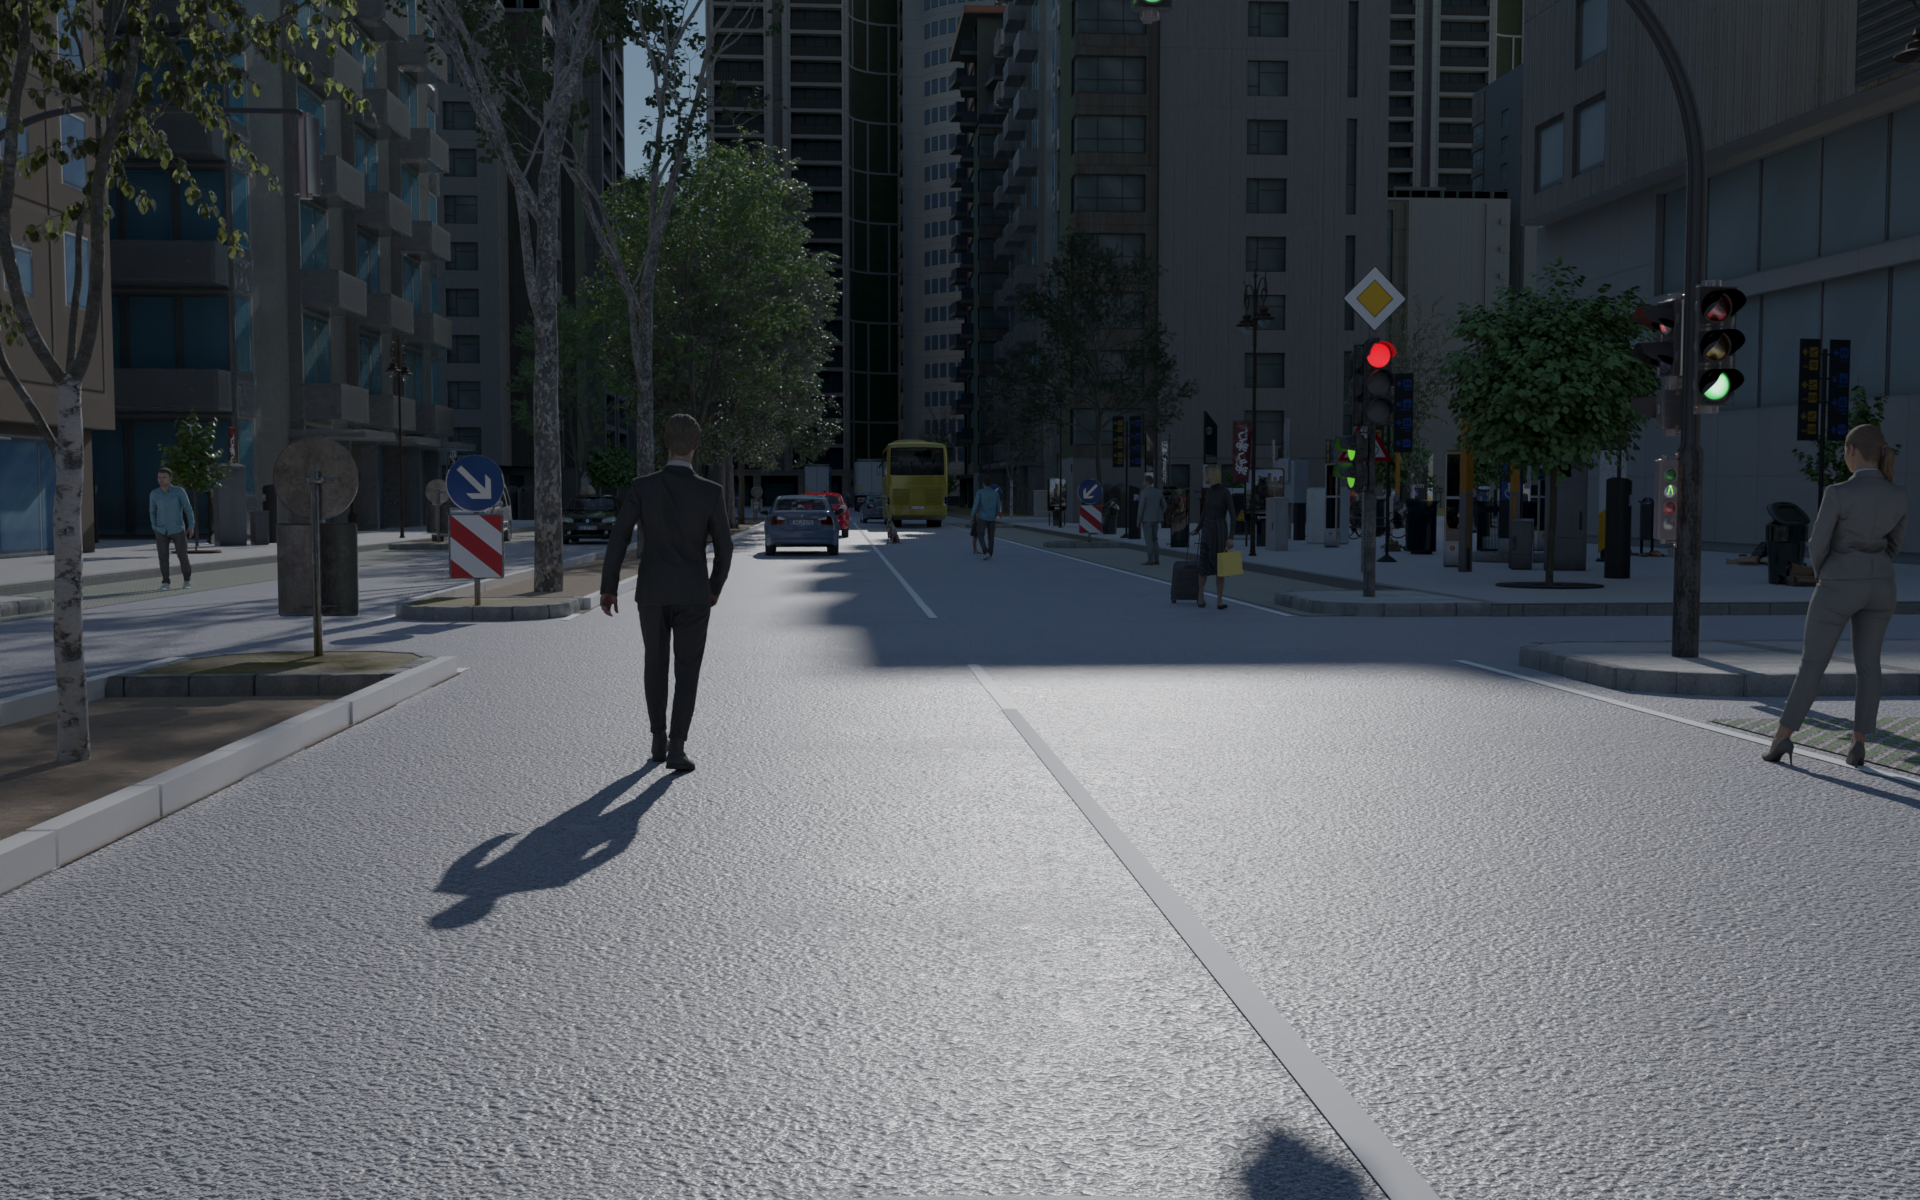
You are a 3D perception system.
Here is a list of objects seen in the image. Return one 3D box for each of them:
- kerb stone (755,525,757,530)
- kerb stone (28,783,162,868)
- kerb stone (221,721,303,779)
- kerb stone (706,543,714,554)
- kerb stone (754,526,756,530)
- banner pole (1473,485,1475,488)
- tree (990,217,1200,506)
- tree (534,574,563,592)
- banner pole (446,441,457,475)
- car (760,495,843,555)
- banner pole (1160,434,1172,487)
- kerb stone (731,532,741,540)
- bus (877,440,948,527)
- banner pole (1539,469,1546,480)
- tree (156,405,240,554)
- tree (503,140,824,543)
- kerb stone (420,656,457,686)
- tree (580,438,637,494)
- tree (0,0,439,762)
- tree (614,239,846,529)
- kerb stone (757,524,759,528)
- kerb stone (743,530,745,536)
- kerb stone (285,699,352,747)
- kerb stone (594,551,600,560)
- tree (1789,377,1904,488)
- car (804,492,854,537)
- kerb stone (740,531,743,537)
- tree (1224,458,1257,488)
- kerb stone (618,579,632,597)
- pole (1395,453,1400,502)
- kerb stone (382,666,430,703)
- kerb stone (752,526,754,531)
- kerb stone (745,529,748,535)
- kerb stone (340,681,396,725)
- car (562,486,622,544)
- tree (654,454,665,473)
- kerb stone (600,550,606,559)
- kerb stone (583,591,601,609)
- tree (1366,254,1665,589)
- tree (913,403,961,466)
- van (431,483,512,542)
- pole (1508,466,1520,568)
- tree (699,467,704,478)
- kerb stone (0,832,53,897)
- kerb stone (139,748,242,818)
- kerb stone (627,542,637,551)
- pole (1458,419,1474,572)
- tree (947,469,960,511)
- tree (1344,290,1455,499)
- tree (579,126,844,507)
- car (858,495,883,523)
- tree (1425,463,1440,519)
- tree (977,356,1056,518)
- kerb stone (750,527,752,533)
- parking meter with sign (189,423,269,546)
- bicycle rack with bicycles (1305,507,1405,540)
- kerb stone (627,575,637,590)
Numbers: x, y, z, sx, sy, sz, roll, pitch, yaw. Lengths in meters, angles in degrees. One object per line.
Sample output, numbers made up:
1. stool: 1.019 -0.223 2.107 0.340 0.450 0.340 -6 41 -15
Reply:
1. kerb stone: -8.035 -2.738 66.961 0.120 0.150 1.000 0 4 -4
2. kerb stone: -3.548 0.922 7.124 0.120 0.150 1.000 0 4 -4
3. kerb stone: -3.707 0.797 9.167 0.120 0.150 1.000 0 4 -4
4. kerb stone: -6.275 -1.293 43.433 0.120 0.150 1.000 0 4 -4
5. kerb stone: -7.959 -2.676 65.942 0.120 0.150 1.000 0 4 -4
6. banner pole: 25.597 -5.944 87.203 0.401 3.779 0.863 -3 4 -38
7. tree: 4.521 -7.621 59.009 7.601 10.594 8.767 0 4 -4
8. tree: -7.290 -10.222 25.480 12.611 20.169 13.585 0 3 0
9. banner pole: -24.234 -5.656 82.496 0.401 3.779 0.863 2 4 33
10. car: -3.818 -1.820 41.761 2.014 1.417 4.499 0 4 -5
11. banner pole: 8.546 -4.994 71.668 0.401 3.779 0.863 3 5 41
12. kerb stone: -7.198 -2.051 55.726 0.120 0.150 1.000 0 4 -4
13. bus: -2.158 -5.259 77.526 2.896 3.916 12.252 0 4 -4
14. banner pole: 12.707 -2.882 37.131 0.863 3.779 0.401 1 4 23
15. tree: -16.497 -2.631 37.620 1.663 3.219 1.824 0 3 0
16. tree: -7.705 -7.464 50.243 9.928 11.665 9.643 0 3 0
17. kerb stone: -4.019 0.552 13.259 0.120 0.150 1.000 0 4 -4
18. tree: -20.385 -7.161 100.788 4.285 4.588 4.351 0 3 0
19. tree: -4.782 -3.452 9.253 4.360 8.622 3.978 0 3 0
20. tree: -9.509 -9.271 71.045 9.611 12.733 9.660 0 3 0
21. kerb stone: -8.197 -2.863 69.003 0.120 0.150 1.000 0 4 -4
22. kerb stone: -7.350 -2.175 57.765 0.120 0.150 1.000 0 4 -4
23. kerb stone: -3.789 0.735 10.188 0.120 0.150 1.000 0 4 -4
24. kerb stone: -7.913 -0.914 37.146 0.120 0.150 1.000 0 4 -4
25. tree: 14.596 -2.045 28.032 1.663 3.219 1.824 0 3 0
26. car: -4.668 -3.033 58.634 2.155 1.783 4.494 0 4 -4
27. kerb stone: -7.277 -2.113 56.745 0.120 0.150 1.000 0 4 -4
28. tree: 12.054 -4.885 74.469 1.663 3.219 1.824 0 3 0
29. kerb stone: -4.895 -0.174 25.035 0.120 0.150 1.000 0 4 -4
30. pole: 17.335 -4.575 68.638 0.158 3.312 0.155 0 3 0
31. kerb stone: -3.937 0.609 12.234 0.120 0.150 1.000 0 4 -4
32. kerb stone: -7.884 -2.613 64.922 0.120 0.150 1.000 0 4 -4
33. kerb stone: -7.499 -2.299 59.805 0.120 0.150 1.000 0 4 -4
34. kerb stone: -3.855 0.672 11.211 0.120 0.150 1.000 0 4 -4
35. car: -10.726 -2.510 50.831 2.009 1.686 4.222 0 4 -6
36. tree: -21.564 -8.166 117.222 4.285 4.588 4.351 0 3 0
37. kerb stone: -7.986 -0.977 38.166 0.120 0.150 1.000 0 4 -4
38. kerb stone: -4.673 0.017 21.961 0.120 0.150 1.000 0 4 -4
39. tree: 8.108 -2.455 23.858 4.285 4.588 4.351 0 3 0
40. tree: -1.779 -11.601 140.031 4.360 8.622 3.978 0 3 0
41. van: -14.271 -2.670 50.674 2.013 2.044 4.112 0 4 -3
42. pole: 9.599 -2.208 29.942 0.158 3.312 0.155 0 3 0
43. tree: -25.557 -10.969 163.059 4.285 4.588 4.351 0 3 0
44. kerb stone: -3.469 0.986 6.098 0.120 0.150 1.000 0 4 -4
45. kerb stone: -3.622 0.859 8.149 0.120 0.150 1.000 0 4 -4
46. kerb stone: -8.451 -1.348 44.293 0.120 0.150 1.000 0 4 -4
47. pole: 8.326 -2.117 28.452 0.158 3.312 0.155 0 3 0
48. tree: -0.786 -8.371 131.468 1.663 3.219 1.824 0 3 0
49. tree: 15.981 -6.816 61.810 4.360 8.622 3.978 0 3 0
50. tree: -8.594 -9.288 60.977 9.857 13.997 8.962 0 3 0
51. car: -4.057 -4.548 86.356 2.014 1.417 4.499 0 4 -6
52. tree: 23.592 -5.715 88.039 1.663 3.219 1.824 0 3 0
53. tree: 2.968 -8.682 92.310 4.360 8.622 3.978 0 3 0
54. kerb stone: -7.736 -2.484 62.876 0.120 0.150 1.000 0 4 -4
55. parking meter with sign: -18.148 -2.862 43.060 1.738 3.016 0.543 -3 5 -43
56. bicycle rack with bicycles: 11.064 -2.223 49.735 2.925 0.926 2.852 3 4 36
57. kerb stone: -4.977 -0.236 26.056 0.120 0.150 1.000 0 4 -4
